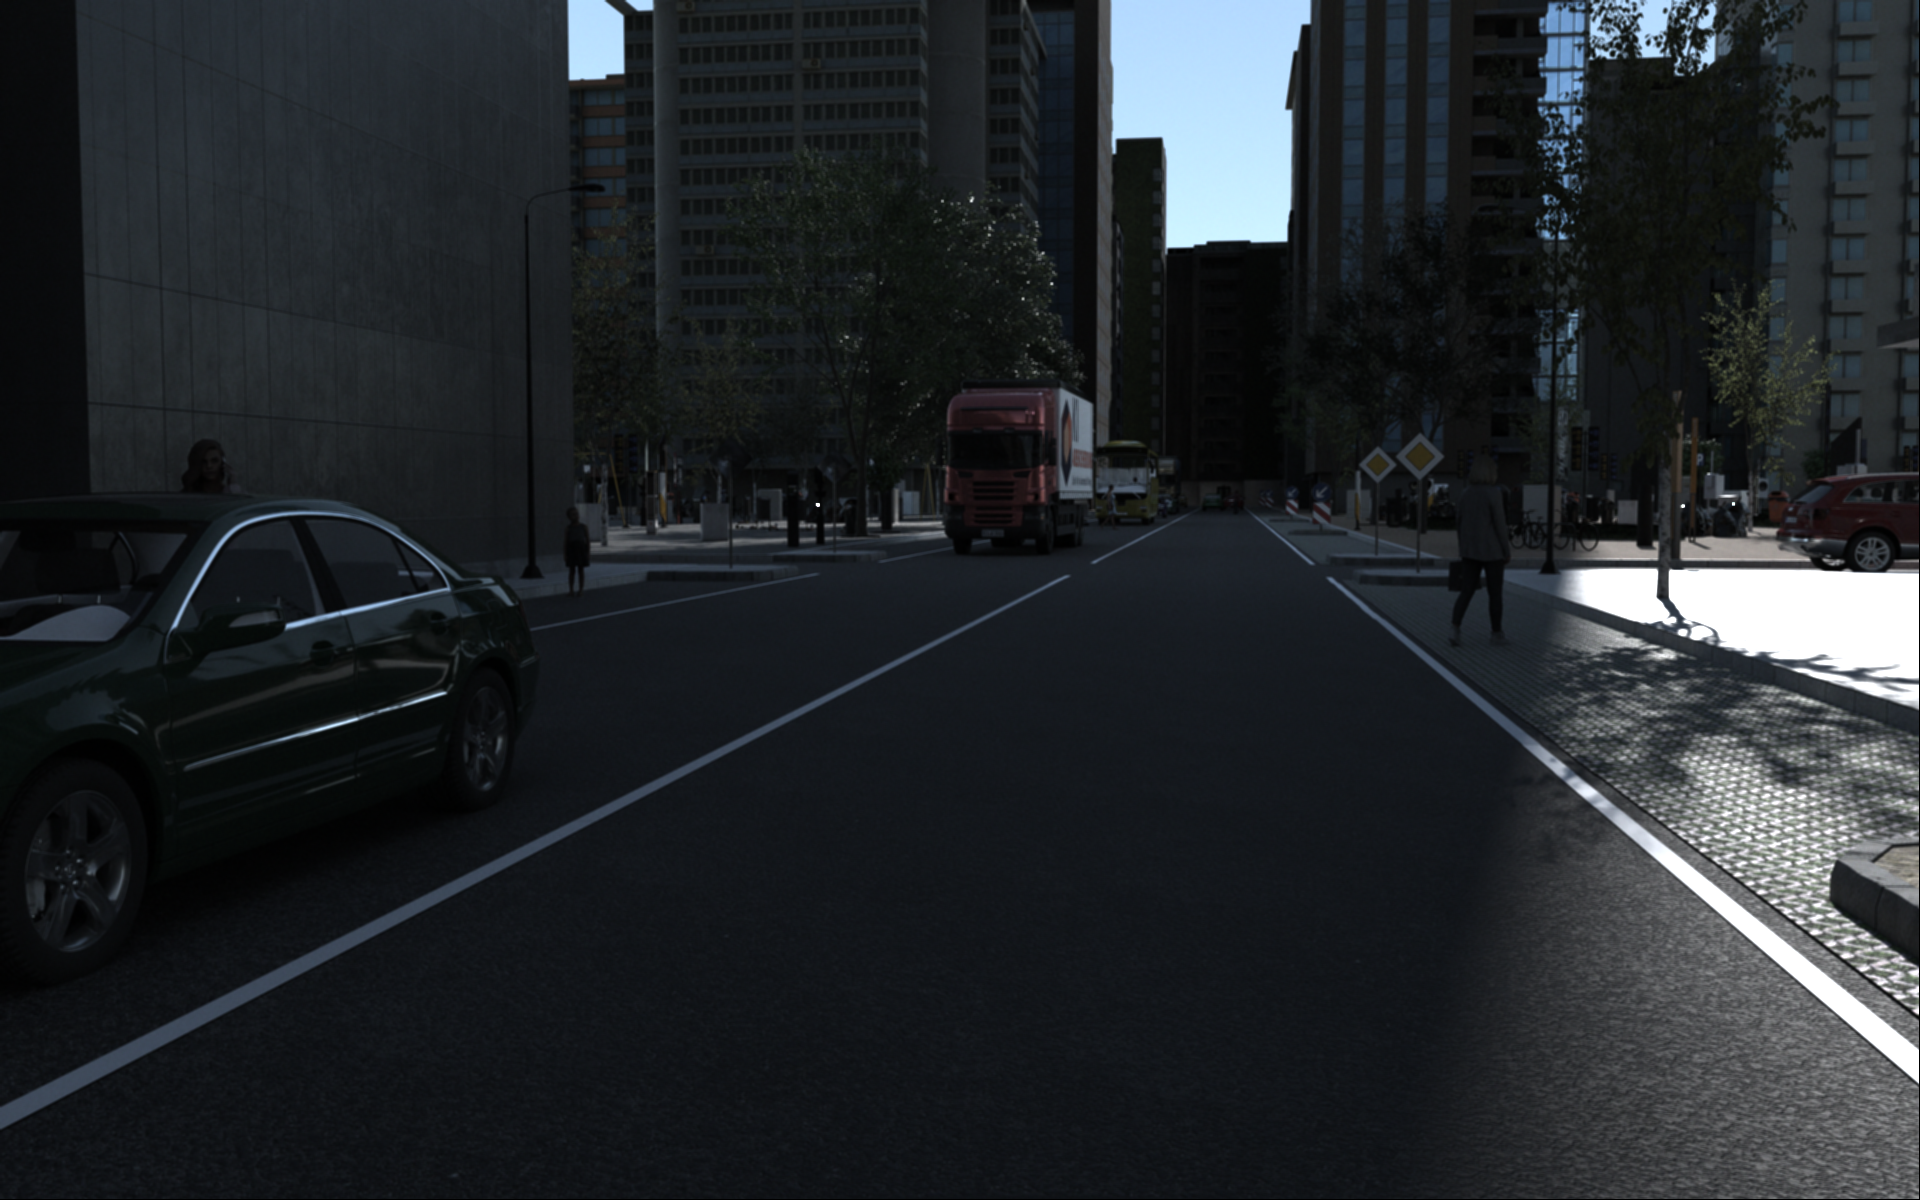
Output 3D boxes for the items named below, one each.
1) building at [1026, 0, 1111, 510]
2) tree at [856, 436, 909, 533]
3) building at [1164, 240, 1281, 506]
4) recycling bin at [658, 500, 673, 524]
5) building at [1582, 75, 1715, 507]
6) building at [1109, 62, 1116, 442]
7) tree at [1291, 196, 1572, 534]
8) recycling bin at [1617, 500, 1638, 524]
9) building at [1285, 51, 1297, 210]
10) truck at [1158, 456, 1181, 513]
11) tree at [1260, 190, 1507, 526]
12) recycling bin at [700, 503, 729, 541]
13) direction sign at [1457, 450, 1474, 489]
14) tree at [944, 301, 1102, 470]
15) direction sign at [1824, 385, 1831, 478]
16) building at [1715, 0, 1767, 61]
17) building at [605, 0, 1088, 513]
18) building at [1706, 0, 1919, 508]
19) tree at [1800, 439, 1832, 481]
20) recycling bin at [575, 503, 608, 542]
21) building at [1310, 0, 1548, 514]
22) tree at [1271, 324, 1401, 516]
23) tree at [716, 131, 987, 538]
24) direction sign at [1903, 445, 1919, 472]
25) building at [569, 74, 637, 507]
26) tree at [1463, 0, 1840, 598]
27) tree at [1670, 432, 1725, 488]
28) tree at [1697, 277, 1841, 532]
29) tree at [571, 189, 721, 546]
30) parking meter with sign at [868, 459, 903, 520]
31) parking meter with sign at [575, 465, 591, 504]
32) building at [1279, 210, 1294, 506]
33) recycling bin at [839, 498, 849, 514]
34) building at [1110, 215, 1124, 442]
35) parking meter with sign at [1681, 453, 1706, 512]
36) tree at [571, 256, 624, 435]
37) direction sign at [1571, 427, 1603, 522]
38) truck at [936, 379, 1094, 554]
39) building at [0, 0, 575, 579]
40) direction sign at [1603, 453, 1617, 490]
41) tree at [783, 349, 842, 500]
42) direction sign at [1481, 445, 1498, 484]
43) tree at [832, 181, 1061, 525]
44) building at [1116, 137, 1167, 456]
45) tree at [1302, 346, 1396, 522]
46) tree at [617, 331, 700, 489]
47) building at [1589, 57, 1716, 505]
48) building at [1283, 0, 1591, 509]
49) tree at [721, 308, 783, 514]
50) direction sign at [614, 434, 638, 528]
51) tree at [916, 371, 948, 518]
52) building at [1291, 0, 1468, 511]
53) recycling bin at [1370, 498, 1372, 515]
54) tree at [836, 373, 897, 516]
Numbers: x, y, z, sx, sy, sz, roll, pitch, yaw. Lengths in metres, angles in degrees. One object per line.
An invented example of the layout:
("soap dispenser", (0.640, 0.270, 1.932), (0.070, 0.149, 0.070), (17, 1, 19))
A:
("building", (5.013, -30.172, 143.422), (14.600, 45.320, 14.200), (1, 4, 9))
("tree", (-2.628, -3.828, 57.188), (1.663, 3.219, 1.824), (0, 3, 0))
("building", (30.786, -26.224, 200.468), (14.107, 30.474, 14.160), (1, 4, 9))
("recycling bin", (-13.061, -3.871, 75.843), (0.722, 1.027, 0.722), (2, 4, 24))
("building", (65.621, -29.908, 172.596), (14.086, 41.232, 14.154), (1, 4, 9))
("building", (6.347, -28.993, 157.625), (14.154, 41.232, 14.086), (1, 4, 9))
("tree", (14.816, -7.387, 55.185), (8.767, 10.594, 7.601), (1, 4, 10))
("recycling bin", (26.924, -3.506, 69.872), (0.722, 1.027, 0.722), (1, 4, 19))
("building", (52.432, -37.579, 203.650), (27.495, 52.752, 28.713), (1, 4, 9))
("truck", (15.257, -8.671, 130.681), (2.839, 4.237, 11.283), (1, 4, 9))
("tree", (17.021, -9.787, 70.380), (12.009, 13.543, 11.850), (0, 3, 0))
("recycling bin", (-6.721, -2.131, 47.402), (0.722, 1.027, 0.722), (-1, 4, -13))
("direction sign", (25.822, -5.905, 88.544), (0.876, 3.537, 0.379), (3, 5, 44))
("tree", (3.787, -11.210, 100.295), (9.611, 12.733, 9.660), (0, 3, 0))
("direction sign", (18.212, -2.717, 36.426), (0.379, 3.537, 0.876), (1, 4, 22))
("building", (96.974, -46.126, 192.414), (20.611, 71.187, 20.563), (1, 4, 9))
("building", (-7.193, -26.562, 126.173), (32.217, 40.220, 23.993), (1, 4, 9))
("building", (87.629, -33.319, 164.366), (30.456, 49.044, 23.786), (1, 4, 9))
("tree", (51.813, -7.304, 103.128), (4.285, 4.588, 4.351), (0, 3, 0))
("recycling bin", (-9.954, -2.079, 46.552), (0.722, 1.027, 0.722), (3, 4, 39))
("building", (30.920, -28.562, 117.104), (14.600, 45.320, 14.200), (1, 4, 9))
("tree", (22.374, -10.830, 102.832), (9.928, 11.665, 9.643), (0, 3, 0))
("tree", (-3.033, -7.664, 51.059), (9.928, 11.665, 9.643), (0, 3, 0))
("direction sign", (44.436, -5.444, 81.011), (0.379, 3.537, 0.876), (-1, 4, -14))
("building", (-32.364, -32.331, 183.234), (28.867, 44.769, 22.147), (1, 4, 9))
("tree", (8.445, -4.330, 21.163), (4.737, 8.622, 4.395), (0, 3, 0))
("tree", (37.534, -6.436, 88.946), (4.285, 4.588, 4.351), (0, 3, 0))
("tree", (27.132, -6.630, 58.766), (4.360, 8.622, 3.978), (0, 3, 0))
("tree", (-8.733, -5.651, 42.759), (4.360, 8.622, 3.978), (0, 3, 0))
("parking meter with sign", (-3.646, -5.449, 85.349), (1.738, 3.016, 0.543), (2, 4, 24))
("parking meter with sign", (-22.672, -6.505, 102.615), (1.738, 3.016, 0.543), (3, 4, 36))
("building", (40.396, -24.786, 176.951), (14.160, 30.474, 14.107), (1, 4, 9))
("recycling bin", (-7.377, -6.071, 111.819), (0.722, 1.027, 0.722), (1, 4, 10))
("building", (9.993, -25.078, 181.719), (14.107, 30.474, 14.160), (1, 4, 9))
("parking meter with sign", (30.741, -4.728, 73.569), (1.738, 3.016, 0.543), (-1, 4, -18))
("tree", (-14.483, -7.483, 56.756), (7.601, 10.594, 8.767), (0, 4, 6))
("direction sign", (21.009, -4.053, 58.266), (0.876, 3.537, 0.379), (2, 4, 26))
("truck", (1.643, -3.408, 44.627), (2.839, 4.237, 11.283), (1, 4, 10))
("building", (-22.016, -12.606, 25.176), (30.058, 24.678, 14.314), (1, 4, 9))
("direction sign", (36.038, -6.379, 96.297), (0.876, 3.537, 0.379), (0, 4, 4))
("tree", (-8.091, -8.371, 87.226), (4.360, 8.622, 3.978), (0, 3, 0))
("direction sign", (24.499, -5.392, 80.158), (0.379, 3.537, 0.876), (-3, 5, -39))
("tree", (-0.509, -10.067, 71.252), (9.857, 13.997, 8.962), (0, 3, 0))
("building", (16.900, -31.742, 202.577), (14.086, 41.232, 14.154), (1, 4, 9))
("tree", (18.172, -7.912, 79.729), (4.737, 8.622, 4.395), (0, 3, 0))
("tree", (-13.960, -7.846, 78.651), (4.737, 8.622, 4.395), (0, 3, 0))
("building", (76.123, -35.025, 196.367), (21.600, 48.544, 21.300), (1, 4, 9))
("building", (38.112, -50.508, 138.472), (22.319, 86.520, 31.000), (1, 4, 9))
("tree", (-9.650, -7.285, 69.466), (4.360, 8.622, 3.978), (0, 3, 0))
("direction sign", (-12.612, -4.495, 65.495), (0.876, 3.537, 0.379), (0, 4, 1))
("tree", (-1.077, -8.702, 92.641), (4.360, 8.622, 3.978), (0, 3, 0))
("building", (38.539, -31.338, 162.489), (14.600, 45.320, 14.200), (1, 4, 9))
("recycling bin", (24.741, -5.666, 105.186), (0.722, 1.027, 0.722), (-1, 4, -10))
("tree", (-5.306, -9.137, 99.754), (4.737, 8.622, 4.395), (0, 3, 0))
